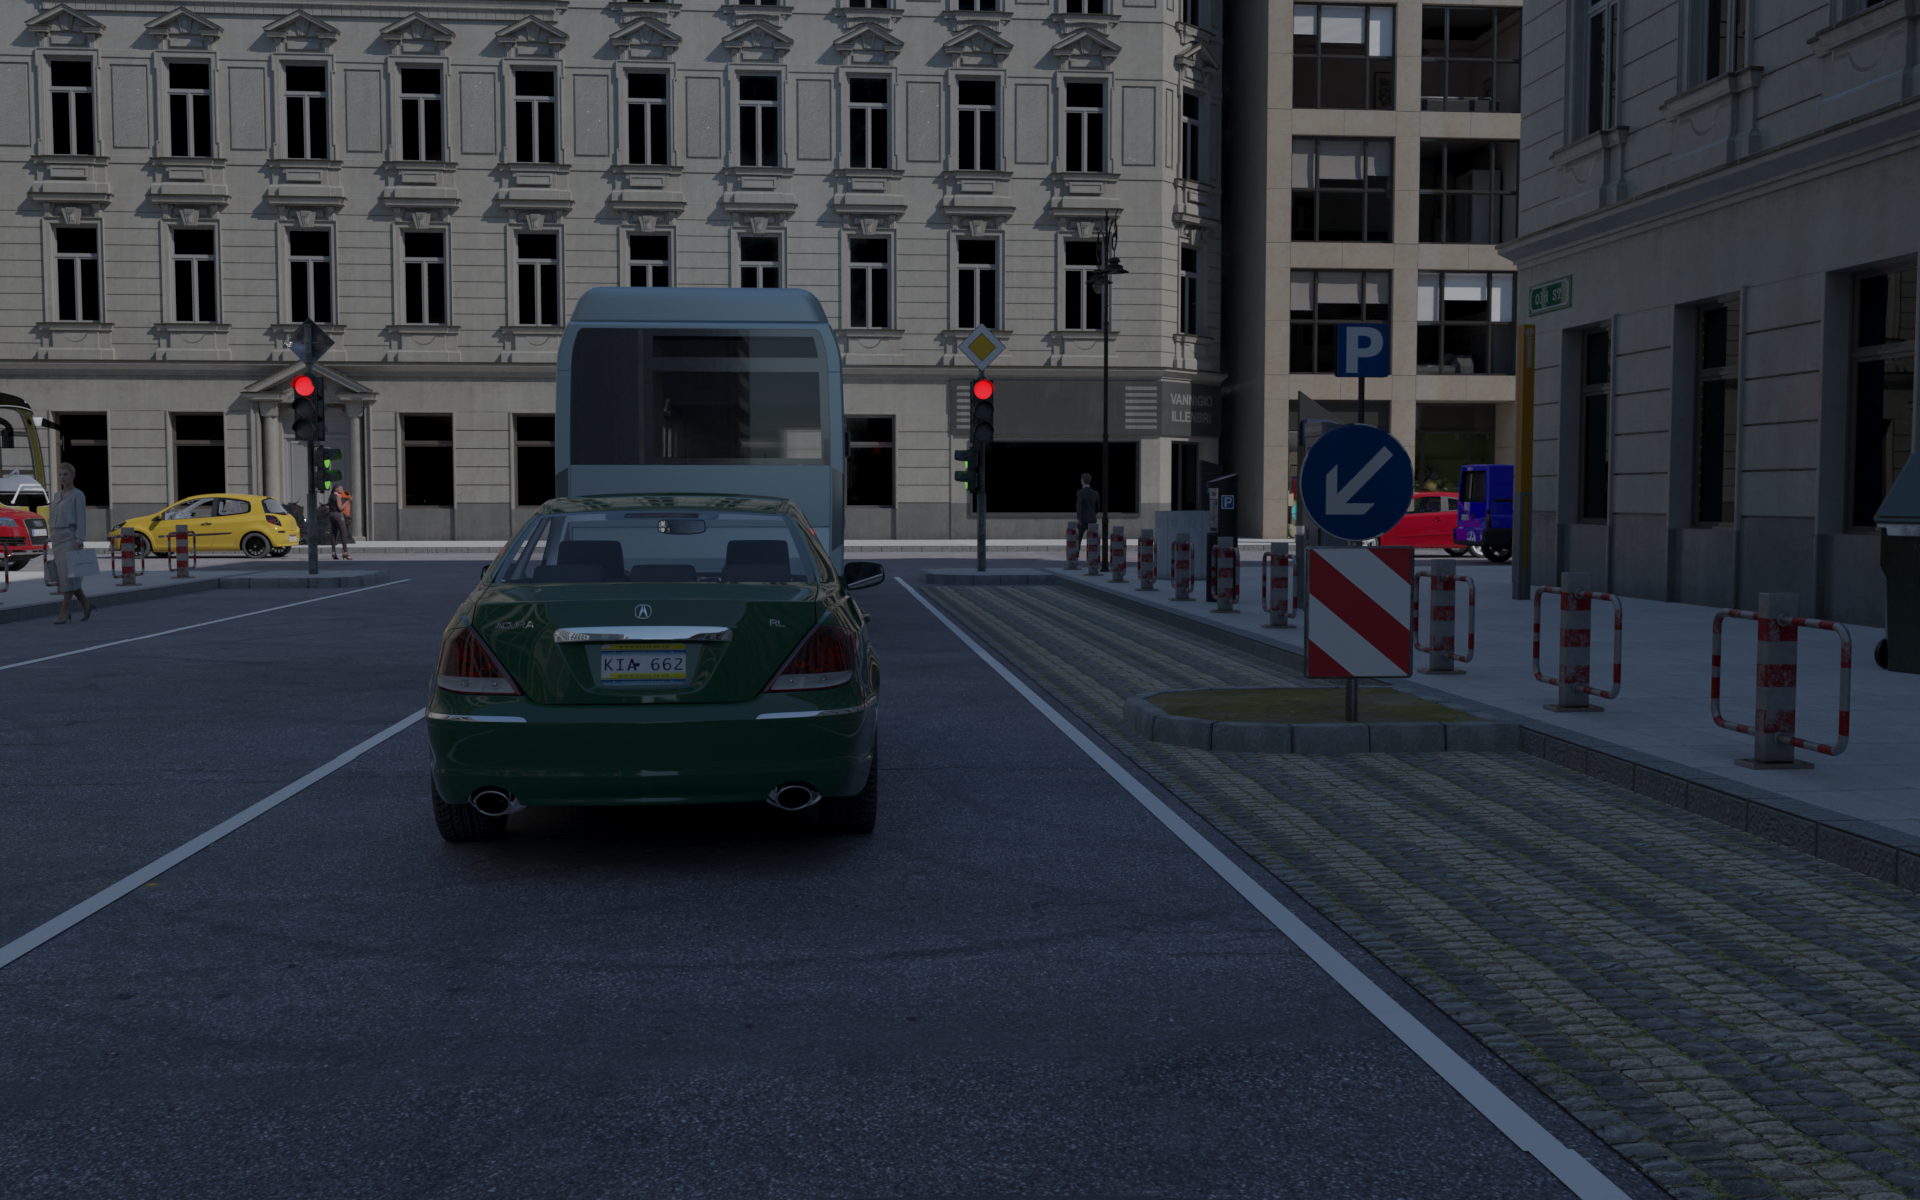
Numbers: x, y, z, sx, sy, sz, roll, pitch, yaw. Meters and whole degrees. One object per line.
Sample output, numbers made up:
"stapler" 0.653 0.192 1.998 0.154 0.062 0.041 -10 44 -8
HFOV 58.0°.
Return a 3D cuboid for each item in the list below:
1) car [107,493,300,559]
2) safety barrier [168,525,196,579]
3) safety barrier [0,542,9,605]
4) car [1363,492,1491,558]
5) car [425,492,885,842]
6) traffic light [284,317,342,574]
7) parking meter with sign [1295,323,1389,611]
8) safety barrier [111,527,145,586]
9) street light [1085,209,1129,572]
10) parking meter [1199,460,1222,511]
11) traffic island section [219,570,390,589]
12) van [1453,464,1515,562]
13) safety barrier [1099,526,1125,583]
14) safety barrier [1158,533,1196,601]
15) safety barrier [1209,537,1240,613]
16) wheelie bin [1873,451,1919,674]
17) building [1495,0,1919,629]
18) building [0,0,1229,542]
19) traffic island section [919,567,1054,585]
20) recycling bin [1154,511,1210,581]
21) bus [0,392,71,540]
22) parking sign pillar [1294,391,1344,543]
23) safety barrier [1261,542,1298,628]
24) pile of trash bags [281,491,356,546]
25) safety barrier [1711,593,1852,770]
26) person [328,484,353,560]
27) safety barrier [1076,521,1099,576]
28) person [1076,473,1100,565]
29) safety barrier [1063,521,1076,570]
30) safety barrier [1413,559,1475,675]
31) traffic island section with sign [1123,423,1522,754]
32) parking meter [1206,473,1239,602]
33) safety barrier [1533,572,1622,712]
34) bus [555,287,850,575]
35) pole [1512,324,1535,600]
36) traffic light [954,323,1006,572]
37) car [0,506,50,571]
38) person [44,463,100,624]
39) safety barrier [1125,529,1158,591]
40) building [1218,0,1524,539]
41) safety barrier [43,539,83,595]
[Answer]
"car" -17.052 -1.763 39.055 3.980 1.641 2.015 0 4 -4
"safety barrier" -11.824 -0.737 26.332 0.300 0.817 1.120 0 4 -5
"safety barrier" -11.248 -0.349 19.985 0.300 0.817 1.120 0 4 -5
"car" 10.221 -1.864 39.511 4.494 1.783 2.155 0 4 -5
"car" -1.400 0.193 8.643 2.131 1.459 4.920 0 4 -6
"traffic light" -10.329 -2.365 27.596 0.839 4.253 0.868 0 4 -5
"parking meter with sign" 4.018 -1.366 18.600 0.543 3.016 1.738 0 4 -6
"safety barrier" -11.631 -0.608 24.216 0.300 0.817 1.120 0 4 -5
"street light" 2.391 -3.401 28.402 0.468 5.910 1.993 0 4 -5
"parking meter" 4.332 -1.478 29.872 0.399 1.863 0.255 0 4 -5
"traffic island section" -10.369 -0.333 27.727 2.009 0.180 2.903 0 4 -5
"van" 13.071 -1.928 35.914 5.245 2.365 2.240 0 4 -3
"safety barrier" 2.288 -0.660 25.067 0.300 0.817 1.120 0 4 -5
"safety barrier" 2.675 -0.401 20.829 0.300 0.817 1.120 0 4 -5
"safety barrier" 2.865 -0.271 18.709 0.300 0.817 1.120 0 4 -5
"wheelie bin" 7.037 -0.276 12.418 0.693 1.594 0.980 -1 4 -17
"building" 17.769 -13.891 3.541 17.030 29.872 44.131 0 4 -5
"building" -14.170 -16.994 54.273 44.131 29.872 17.030 0 4 -5
"traffic island section" 0.378 -0.393 28.699 2.009 0.180 2.903 0 4 -5
"recycling bin" 3.403 -0.822 25.996 0.722 1.027 0.722 -2 4 -31
"bus" -25.171 -2.689 35.509 12.252 3.916 2.896 0 4 -5
"parking sign pillar" 9.494 -3.473 45.254 1.447 3.967 1.447 -1 4 -11
"safety barrier" 3.058 -0.142 16.594 0.300 0.817 1.120 0 4 -5
"pile of trash bags" -16.478 -2.130 44.575 1.912 1.369 3.447 0 4 1
"safety barrier" 3.831 0.376 8.128 0.300 0.817 1.120 0 4 -5
"person" -13.476 -1.698 37.733 0.593 1.643 0.415 0 4 -1
"safety barrier" 2.094 -0.790 27.184 0.300 0.817 1.120 0 4 -5
"person" 2.504 -1.636 35.023 0.659 1.850 0.755 -2 4 -28
"safety barrier" 1.899 -0.919 29.299 0.300 0.817 1.120 0 4 -5
"safety barrier" 3.445 0.117 12.363 0.300 0.817 1.120 0 4 -5
"traffic island section with sign" 2.047 -0.112 10.452 1.989 1.847 2.006 0 4 -5
"parking meter" 3.120 -0.746 20.603 0.372 1.533 0.369 0 3 0
"safety barrier" 3.639 0.246 10.247 0.300 0.817 1.120 0 4 -5
"bus" -2.806 -1.662 22.040 2.948 3.499 13.247 0 4 -4
"pole" 6.823 -1.658 20.953 0.158 3.312 0.155 0 3 0
"traffic light" 0.337 -2.426 28.581 0.839 4.253 0.868 0 4 -5
"car" -19.129 -1.359 30.891 5.304 1.827 2.281 0 4 -5
"person" -9.879 -0.639 19.303 0.694 1.780 0.624 3 4 37
"safety barrier" 2.478 -0.530 22.945 0.300 0.817 1.120 0 4 -5
"building" 24.666 -15.595 59.493 34.151 26.468 19.350 0 4 -5
"safety barrier" -11.437 -0.479 22.101 0.300 0.817 1.120 0 4 -5
